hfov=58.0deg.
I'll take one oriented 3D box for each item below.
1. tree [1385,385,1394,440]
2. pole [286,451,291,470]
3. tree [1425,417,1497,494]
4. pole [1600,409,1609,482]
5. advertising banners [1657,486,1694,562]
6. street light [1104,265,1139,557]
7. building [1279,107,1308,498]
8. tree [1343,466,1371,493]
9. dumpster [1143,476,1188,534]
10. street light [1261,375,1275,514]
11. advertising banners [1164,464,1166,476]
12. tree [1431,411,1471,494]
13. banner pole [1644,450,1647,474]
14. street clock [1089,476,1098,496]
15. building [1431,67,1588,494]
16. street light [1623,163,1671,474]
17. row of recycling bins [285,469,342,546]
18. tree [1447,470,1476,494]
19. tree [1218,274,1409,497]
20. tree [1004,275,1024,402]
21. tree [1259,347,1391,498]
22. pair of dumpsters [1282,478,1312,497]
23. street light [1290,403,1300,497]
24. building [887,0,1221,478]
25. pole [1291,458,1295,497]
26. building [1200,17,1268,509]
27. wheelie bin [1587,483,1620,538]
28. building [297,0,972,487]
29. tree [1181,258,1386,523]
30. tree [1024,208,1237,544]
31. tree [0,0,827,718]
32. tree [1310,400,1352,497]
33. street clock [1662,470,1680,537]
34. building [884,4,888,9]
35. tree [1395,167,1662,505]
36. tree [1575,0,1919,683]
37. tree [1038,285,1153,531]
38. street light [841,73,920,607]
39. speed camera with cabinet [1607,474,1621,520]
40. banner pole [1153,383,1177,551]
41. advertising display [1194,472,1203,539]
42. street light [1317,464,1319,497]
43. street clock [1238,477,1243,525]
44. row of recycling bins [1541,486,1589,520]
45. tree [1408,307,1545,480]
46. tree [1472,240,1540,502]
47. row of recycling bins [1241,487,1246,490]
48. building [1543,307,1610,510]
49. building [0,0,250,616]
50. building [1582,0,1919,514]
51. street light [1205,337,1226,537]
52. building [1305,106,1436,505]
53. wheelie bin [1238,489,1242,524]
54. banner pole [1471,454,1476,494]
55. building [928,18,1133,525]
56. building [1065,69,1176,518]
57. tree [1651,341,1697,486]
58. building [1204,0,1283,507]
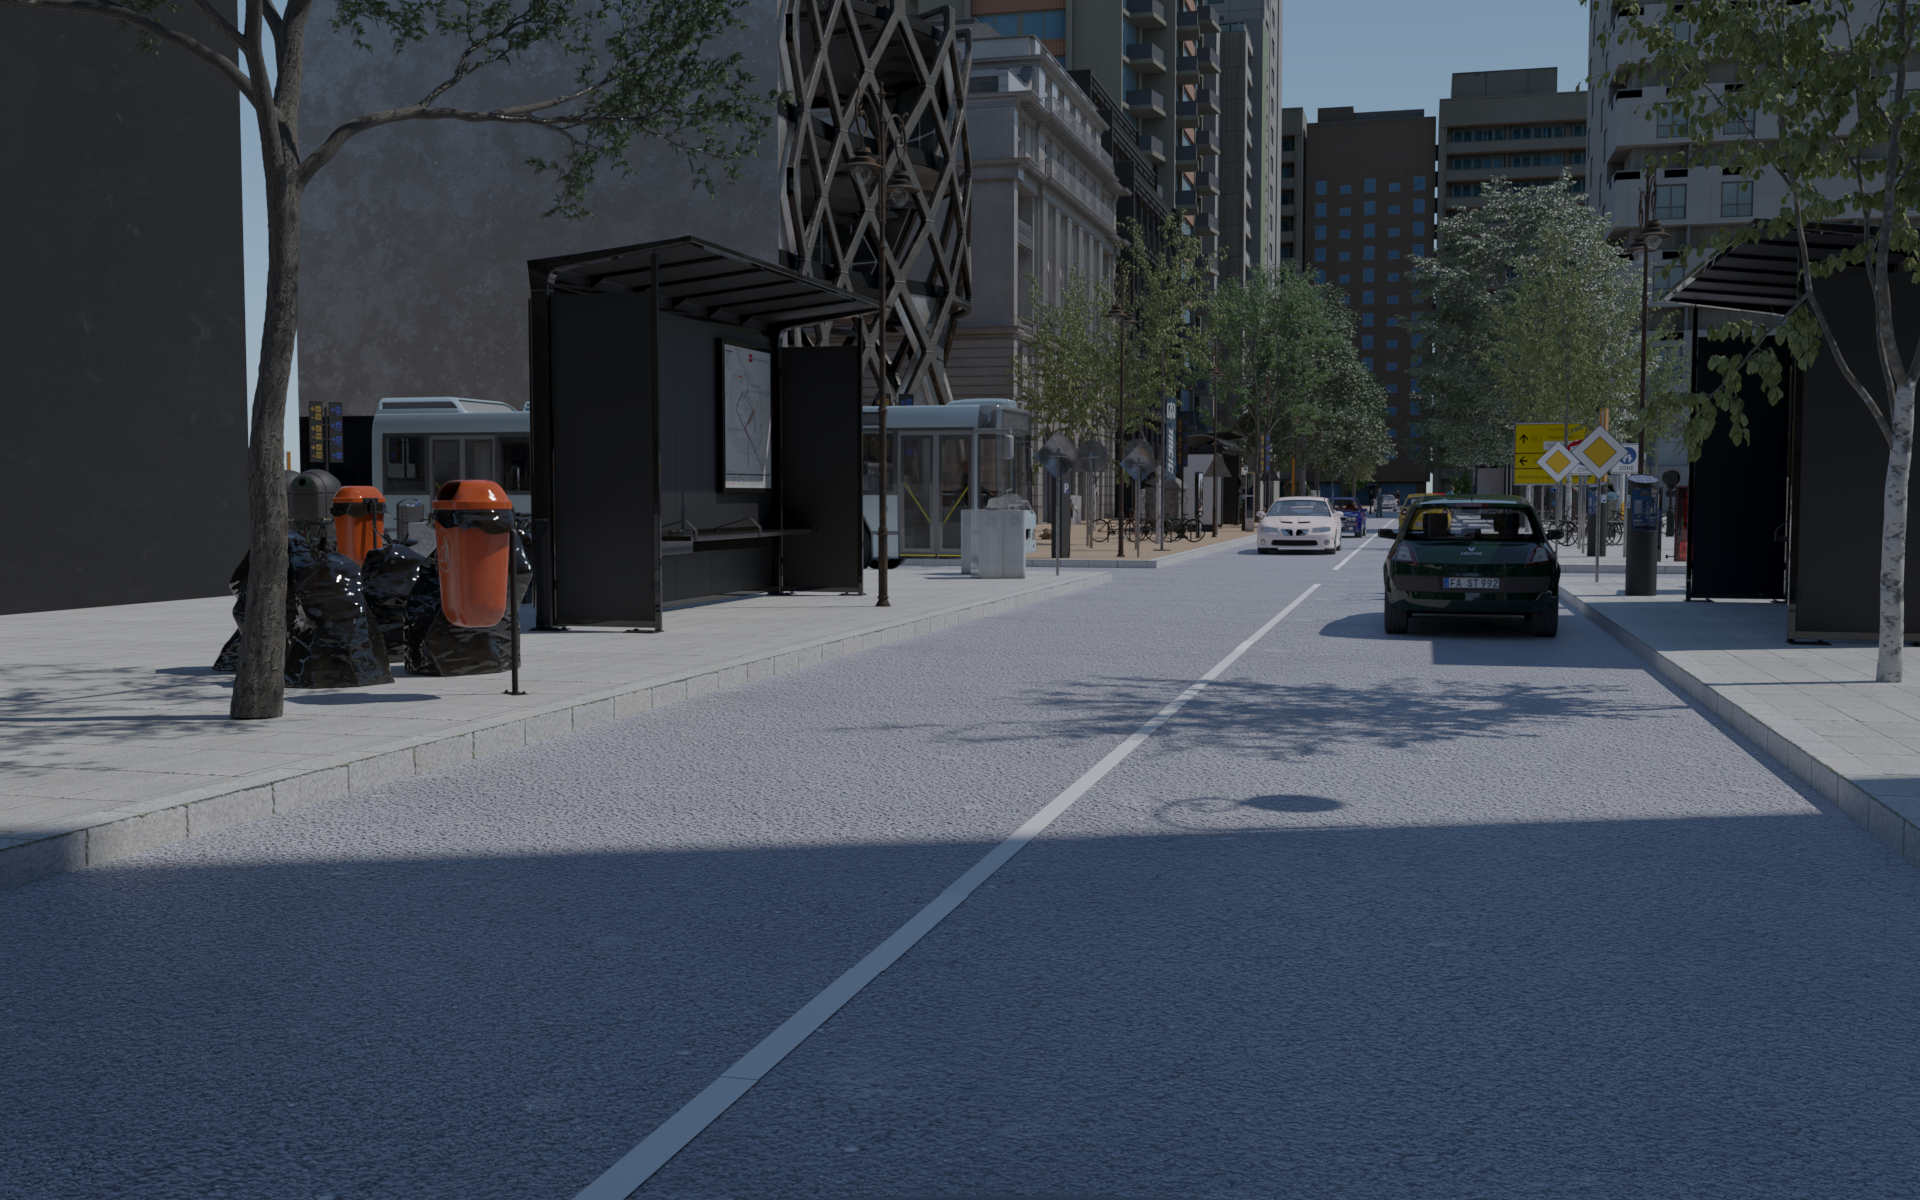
[{"bbox_3d":[28.230,-12.413,128.700,9.928,11.665,9.643,0,3,0],"label":"tree"},{"bbox_3d":[-32.082,-5.443,82.830,0.158,3.312,0.155,0,3,0],"label":"pole"},{"bbox_3d":[44.431,-13.338,152.495,7.601,10.594,8.767,3,4,37],"label":"tree"},{"bbox_3d":[15.396,-2.914,41.488,0.158,3.312,0.155,0,3,0],"label":"pole"},{"bbox_3d":[13.747,-2.239,32.788,2.074,3.025,0.090,-1,4,-11],"label":"advertising banners"},{"bbox_3d":[3.283,-3.816,35.176,0.468,5.910,1.993,1,4,15],"label":"street light"},{"bbox_3d":[31.401,-35.870,210.168,21.600,48.544,21.300,1,4,15],"label":"building"},{"bbox_3d":[41.510,-12.158,182.498,4.285,4.588,4.351,0,3,0],"label":"tree"},{"bbox_3d":[6.648,-3.080,56.122,1.264,1.857,1.865,1,4,15],"label":"dumpster"},{"bbox_3d":[11.935,-5.778,67.255,0.468,5.910,1.993,1,4,15],"label":"street light"},{"bbox_3d":[12.562,-6.331,99.704,2.074,3.025,0.090,2,4,30],"label":"advertising banners"},{"bbox_3d":[41.657,-13.250,142.396,9.928,11.665,9.643,0,3,0],"label":"tree"},{"bbox_3d":[34.273,-5.940,87.136,0.863,3.779,0.401,-3,4,-36],"label":"banner pole"},{"bbox_3d":[5.381,-3.988,69.768,0.358,2.002,0.471,1,4,9],"label":"street clock"},{"bbox_3d":[66.022,-35.294,200.751,21.600,48.544,21.300,1,4,15],"label":"building"},{"bbox_3d":[9.699,-3.168,24.589,0.468,5.910,1.993,1,4,15],"label":"street light"},{"bbox_3d":[-11.903,-1.392,29.880,3.534,1.692,1.069,2,4,34],"label":"row of recycling bins"},{"bbox_3d":[35.228,-7.722,120.852,1.663,3.219,1.824,0,3,0],"label":"tree"},{"bbox_3d":[17.988,-10.599,90.300,9.611,12.733,9.660,0,3,0],"label":"tree"},{"bbox_3d":[3.227,-6.401,55.015,4.737,8.622,4.395,0,3,0],"label":"tree"},{"bbox_3d":[21.911,-11.602,107.813,7.486,12.596,7.792,0,3,0],"label":"tree"},{"bbox_3d":[19.657,-6.034,101.153,1.574,2.255,4.437,1,4,15],"label":"pair of dumpsters"},{"bbox_3d":[16.271,-6.801,83.985,0.468,5.910,1.993,1,4,15],"label":"street light"},{"bbox_3d":[6.943,-28.839,126.136,22.147,44.769,28.867,1,4,15],"label":"building"},{"bbox_3d":[19.004,-6.422,98.839,0.158,3.312,0.155,0,3,0],"label":"pole"},{"bbox_3d":[18.159,-28.306,146.401,14.154,41.232,14.086,1,4,15],"label":"building"},{"bbox_3d":[18.951,-2.640,51.065,0.980,1.594,0.693,3,5,44],"label":"wheelie bin"},{"bbox_3d":[-8.360,-11.423,54.219,16.820,18.784,16.811,1,4,15],"label":"building"},{"bbox_3d":[13.313,-9.246,76.922,9.928,11.665,9.643,0,3,0],"label":"tree"},{"bbox_3d":[4.880,-5.750,44.368,4.737,8.622,4.395,0,3,0],"label":"tree"},{"bbox_3d":[-3.700,-4.603,9.676,7.601,10.594,8.767,-1,4,-10],"label":"tree"},{"bbox_3d":[25.611,-10.329,119.236,4.360,8.622,3.978,0,3,0],"label":"tree"},{"bbox_3d":[21.282,-2.893,51.873,0.471,2.002,0.358,0,4,3],"label":"street clock"},{"bbox_3d":[-8.756,-55.508,220.229,31.000,86.520,22.319,1,4,15],"label":"building"},{"bbox_3d":[22.008,-9.825,67.293,9.857,13.997,8.962,0,3,0],"label":"tree"},{"bbox_3d":[6.389,-3.759,11.823,4.737,8.622,4.395,0,3,0],"label":"tree"},{"bbox_3d":[4.703,-6.733,60.447,4.360,8.622,3.978,0,3,0],"label":"tree"},{"bbox_3d":[-0.879,-2.863,19.604,0.468,5.910,1.993,1,4,15],"label":"street light"},{"bbox_3d":[30.910,-5.281,80.684,2.038,3.252,0.660,-3,4,-38],"label":"speed camera with cabinet"},{"bbox_3d":[4.707,-3.013,39.286,0.401,3.779,0.863,3,4,36],"label":"banner pole"},{"bbox_3d":[6.931,-2.755,50.263,0.123,1.923,0.974,1,4,15],"label":"advertising display"},{"bbox_3d":[20.659,-7.781,100.007,0.468,5.910,1.993,1,4,15],"label":"street light"},{"bbox_3d":[11.355,-4.064,71.022,0.471,2.002,0.358,2,4,35],"label":"street clock"},{"bbox_3d":[30.018,-4.844,86.319,3.534,1.692,1.069,1,4,14],"label":"row of recycling bins"},{"bbox_3d":[31.605,-11.492,104.901,9.611,12.733,9.660,0,3,0],"label":"tree"},{"bbox_3d":[16.282,-5.815,45.437,4.737,8.622,4.395,0,3,0],"label":"tree"},{"bbox_3d":[16.038,-5.914,103.806,1.069,1.692,3.534,-3,5,-41],"label":"row of recycling bins"},{"bbox_3d":[66.367,-18.748,151.575,27.650,21.520,28.899,1,4,15],"label":"building"},{"bbox_3d":[-18.295,-11.493,17.594,15.834,23.373,12.332,1,4,15],"label":"building"},{"bbox_3d":[59.862,-32.660,123.225,28.713,52.752,27.495,1,4,15],"label":"building"},{"bbox_3d":[7.542,-4.798,51.234,0.468,5.910,1.993,1,4,15],"label":"street light"},{"bbox_3d":[47.968,-33.792,202.617,14.200,45.320,14.600,1,4,15],"label":"building"},{"bbox_3d":[11.694,-4.014,73.538,0.693,1.594,0.980,3,5,40],"label":"wheelie bin"},{"bbox_3d":[28.630,-6.519,96.603,0.401,3.779,0.863,0,4,1],"label":"banner pole"},{"bbox_3d":[-0.582,-14.575,80.097,13.314,21.916,24.055,1,4,15],"label":"building"},{"bbox_3d":[5.133,-16.499,99.442,12.332,23.373,15.834,1,4,15],"label":"building"},{"bbox_3d":[34.497,-7.977,80.788,4.360,8.622,3.978,0,3,0],"label":"tree"},{"bbox_3d":[19.823,-44.547,166.599,20.611,71.187,20.563,1,4,15],"label":"building"}]
